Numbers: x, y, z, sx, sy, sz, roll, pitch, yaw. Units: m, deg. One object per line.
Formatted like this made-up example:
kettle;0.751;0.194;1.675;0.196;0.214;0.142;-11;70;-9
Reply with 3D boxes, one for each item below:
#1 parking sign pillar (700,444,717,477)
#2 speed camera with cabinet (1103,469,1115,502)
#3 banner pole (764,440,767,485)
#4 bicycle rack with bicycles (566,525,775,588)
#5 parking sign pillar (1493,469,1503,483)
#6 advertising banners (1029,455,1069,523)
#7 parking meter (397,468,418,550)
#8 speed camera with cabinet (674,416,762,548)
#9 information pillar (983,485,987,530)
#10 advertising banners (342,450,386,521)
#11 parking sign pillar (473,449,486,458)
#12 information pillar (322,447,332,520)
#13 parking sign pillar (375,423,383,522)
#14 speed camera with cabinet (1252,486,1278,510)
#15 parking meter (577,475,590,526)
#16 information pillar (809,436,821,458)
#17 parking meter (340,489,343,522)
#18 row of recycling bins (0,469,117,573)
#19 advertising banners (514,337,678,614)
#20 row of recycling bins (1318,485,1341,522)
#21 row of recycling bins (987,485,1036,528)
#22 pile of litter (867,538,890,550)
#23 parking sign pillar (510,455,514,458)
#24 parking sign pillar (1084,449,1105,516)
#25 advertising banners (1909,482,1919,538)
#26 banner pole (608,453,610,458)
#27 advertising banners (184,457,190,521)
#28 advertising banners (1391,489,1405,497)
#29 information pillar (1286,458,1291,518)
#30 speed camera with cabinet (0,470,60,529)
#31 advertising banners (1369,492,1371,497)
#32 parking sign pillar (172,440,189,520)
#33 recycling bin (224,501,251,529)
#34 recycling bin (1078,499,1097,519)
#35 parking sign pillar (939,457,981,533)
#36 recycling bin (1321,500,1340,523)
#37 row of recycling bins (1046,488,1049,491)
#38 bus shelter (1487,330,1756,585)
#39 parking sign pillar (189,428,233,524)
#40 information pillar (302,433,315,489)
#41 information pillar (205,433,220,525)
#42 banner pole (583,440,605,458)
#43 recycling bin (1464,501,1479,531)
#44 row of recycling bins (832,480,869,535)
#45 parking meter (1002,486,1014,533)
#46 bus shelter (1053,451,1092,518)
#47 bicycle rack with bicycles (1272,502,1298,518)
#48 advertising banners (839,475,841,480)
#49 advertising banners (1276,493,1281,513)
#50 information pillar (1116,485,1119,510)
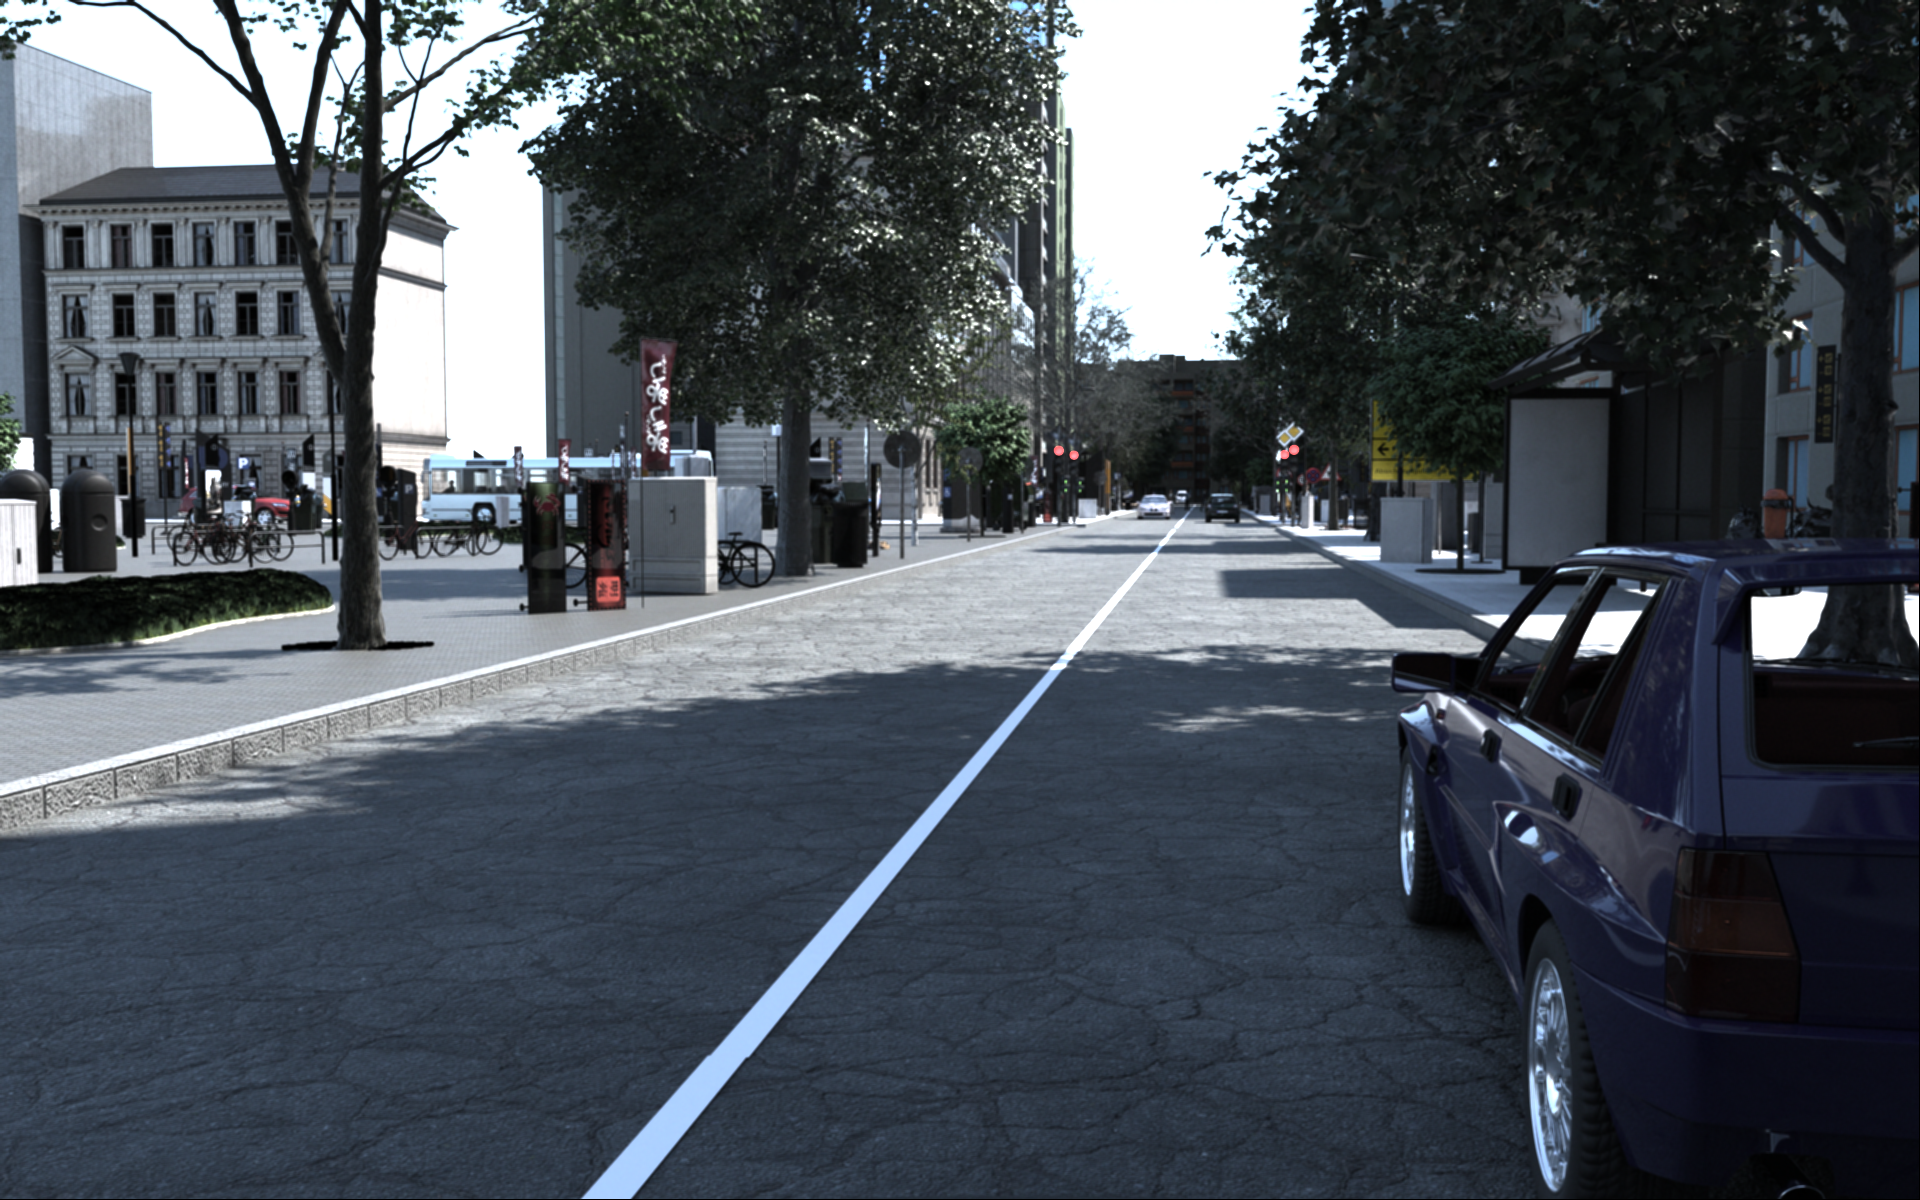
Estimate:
parking sign pillar;-13.272;-6.387;92.902;1.447;3.967;1.447;-2;4;-28
speed camera with cabinet;11.849;-8.809;138.370;0.660;3.252;2.038;-1;4;-10
banner pole;-9.012;-5.511;80.115;0.401;3.779;0.863;0;4;1
bicycle rack with bicycles;-3.907;-0.659;24.158;2.925;0.926;2.852;1;4;17
parking sign pillar;19.484;-4.435;60.988;1.447;3.967;1.447;3;4;36
advertising banners;3.949;-4.969;77.433;2.074;3.025;0.090;2;4;34
parking meter;-12.658;-2.079;39.697;0.399;1.863;0.255;-3;4;-38
speed camera with cabinet;-5.788;-2.882;41.464;2.038;3.252;0.660;-2;4;-33
information pillar;0.731;-3.460;61.055;0.304;2.012;0.304;3;4;37
advertising banners;-23.521;-4.449;68.922;2.074;3.025;0.090;0;4;-1
parking sign pillar;-28.334;-7.024;103.306;1.447;3.967;1.447;-2;4;-33
information pillar;-31.620;-5.831;86.694;0.504;3.616;0.183;0;4;-2
parking sign pillar;-22.034;-4.704;65.390;1.447;3.967;1.447;-1;4;-19
speed camera with cabinet;24.527;-8.863;139.250;2.038;3.252;0.660;3;4;36
parking meter;-11.608;-2.921;53.467;0.399;1.863;0.255;3;4;36
information pillar;-5.871;-4.831;70.340;0.504;3.616;0.183;-2;4;-26
parking meter;-28.652;-4.417;80.624;0.372;1.533;0.369;0;3;0
row of recycling bins;-15.650;-1.286;28.140;3.534;1.692;1.069;-1;4;-18
advertising banners;-3.929;-1.398;19.046;0.090;3.025;2.074;3;5;44
row of recycling bins;16.791;-4.371;78.575;1.069;1.692;3.534;1;4;9
row of recycling bins;1.726;-3.630;66.458;1.069;1.692;3.534;2;4;35
pile of litter;-2.273;-1.639;40.765;1.176;0.858;1.719;-1;4;-14
parking sign pillar;-27.352;-7.153;105.429;1.447;3.967;1.447;2;4;33
parking sign pillar;7.961;-7.050;103.743;1.447;3.967;1.447;1;4;17
advertising banners;12.421;-1.593;22.227;0.090;3.025;2.074;-2;4;-28
banner pole;-18.783;-6.330;93.512;0.401;3.779;0.863;1;4;21
advertising banners;-37.075;-5.350;83.657;0.090;3.025;2.074;0;4;-5
advertising banners;13.445;-3.536;54.000;0.090;3.025;2.074;3;4;36
information pillar;17.839;-6.273;93.923;0.183;3.616;0.504;-1;4;-15
speed camera with cabinet;-32.809;-4.067;60.831;2.038;3.252;0.660;0;4;1
advertising banners;25.141;-6.691;105.589;0.090;3.025;2.074;0;4;6
parking sign pillar;-38.551;-5.986;86.347;1.447;3.967;1.447;-2;4;-30
recycling bin;-26.985;-3.189;64.700;0.722;1.027;0.722;0;4;3
recycling bin;6.601;-4.712;89.593;0.722;1.027;0.722;-2;4;-31
parking sign pillar;0.043;-4.196;57.070;1.447;3.967;1.447;-3;5;-44
recycling bin;16.237;-3.874;75.896;0.722;1.027;0.722;1;4;21
row of recycling bins;4.190;-6.506;113.485;3.534;1.692;1.069;1;4;20
bus shelter;8.112;-1.711;21.905;2.014;3.302;5.546;1;4;8
parking sign pillar;-30.593;-5.051;71.058;1.447;3.967;1.447;-2;4;-34
information pillar;-24.928;-4.586;66.337;0.183;3.616;0.504;3;5;41
information pillar;-28.517;-4.572;66.100;0.504;3.616;0.183;-2;4;-31
banner pole;-16.923;-5.486;79.714;0.863;3.779;0.401;1;4;13
recycling bin;17.994;-2.966;61.045;0.722;1.027;0.722;-1;4;-9
row of recycling bins;-3.874;-2.804;52.964;1.069;1.692;3.534;-2;4;-33
parking meter;1.579;-2.960;56.808;0.372;1.533;0.369;0;3;0
bus shelter;6.294;-6.436;96.514;1.731;3.624;6.357;0;4;8
bicycle rack with bicycles;17.902;-4.756;91.149;2.925;0.926;2.852;0;4;-2
advertising banners;-5.594;-5.355;83.747;0.090;3.025;2.074;1;4;14
advertising banners;21.649;-7.369;116.674;0.090;3.025;2.074;-2;4;-27
information pillar;12.599;-8.159;137.891;0.304;2.012;0.304;0;4;1
